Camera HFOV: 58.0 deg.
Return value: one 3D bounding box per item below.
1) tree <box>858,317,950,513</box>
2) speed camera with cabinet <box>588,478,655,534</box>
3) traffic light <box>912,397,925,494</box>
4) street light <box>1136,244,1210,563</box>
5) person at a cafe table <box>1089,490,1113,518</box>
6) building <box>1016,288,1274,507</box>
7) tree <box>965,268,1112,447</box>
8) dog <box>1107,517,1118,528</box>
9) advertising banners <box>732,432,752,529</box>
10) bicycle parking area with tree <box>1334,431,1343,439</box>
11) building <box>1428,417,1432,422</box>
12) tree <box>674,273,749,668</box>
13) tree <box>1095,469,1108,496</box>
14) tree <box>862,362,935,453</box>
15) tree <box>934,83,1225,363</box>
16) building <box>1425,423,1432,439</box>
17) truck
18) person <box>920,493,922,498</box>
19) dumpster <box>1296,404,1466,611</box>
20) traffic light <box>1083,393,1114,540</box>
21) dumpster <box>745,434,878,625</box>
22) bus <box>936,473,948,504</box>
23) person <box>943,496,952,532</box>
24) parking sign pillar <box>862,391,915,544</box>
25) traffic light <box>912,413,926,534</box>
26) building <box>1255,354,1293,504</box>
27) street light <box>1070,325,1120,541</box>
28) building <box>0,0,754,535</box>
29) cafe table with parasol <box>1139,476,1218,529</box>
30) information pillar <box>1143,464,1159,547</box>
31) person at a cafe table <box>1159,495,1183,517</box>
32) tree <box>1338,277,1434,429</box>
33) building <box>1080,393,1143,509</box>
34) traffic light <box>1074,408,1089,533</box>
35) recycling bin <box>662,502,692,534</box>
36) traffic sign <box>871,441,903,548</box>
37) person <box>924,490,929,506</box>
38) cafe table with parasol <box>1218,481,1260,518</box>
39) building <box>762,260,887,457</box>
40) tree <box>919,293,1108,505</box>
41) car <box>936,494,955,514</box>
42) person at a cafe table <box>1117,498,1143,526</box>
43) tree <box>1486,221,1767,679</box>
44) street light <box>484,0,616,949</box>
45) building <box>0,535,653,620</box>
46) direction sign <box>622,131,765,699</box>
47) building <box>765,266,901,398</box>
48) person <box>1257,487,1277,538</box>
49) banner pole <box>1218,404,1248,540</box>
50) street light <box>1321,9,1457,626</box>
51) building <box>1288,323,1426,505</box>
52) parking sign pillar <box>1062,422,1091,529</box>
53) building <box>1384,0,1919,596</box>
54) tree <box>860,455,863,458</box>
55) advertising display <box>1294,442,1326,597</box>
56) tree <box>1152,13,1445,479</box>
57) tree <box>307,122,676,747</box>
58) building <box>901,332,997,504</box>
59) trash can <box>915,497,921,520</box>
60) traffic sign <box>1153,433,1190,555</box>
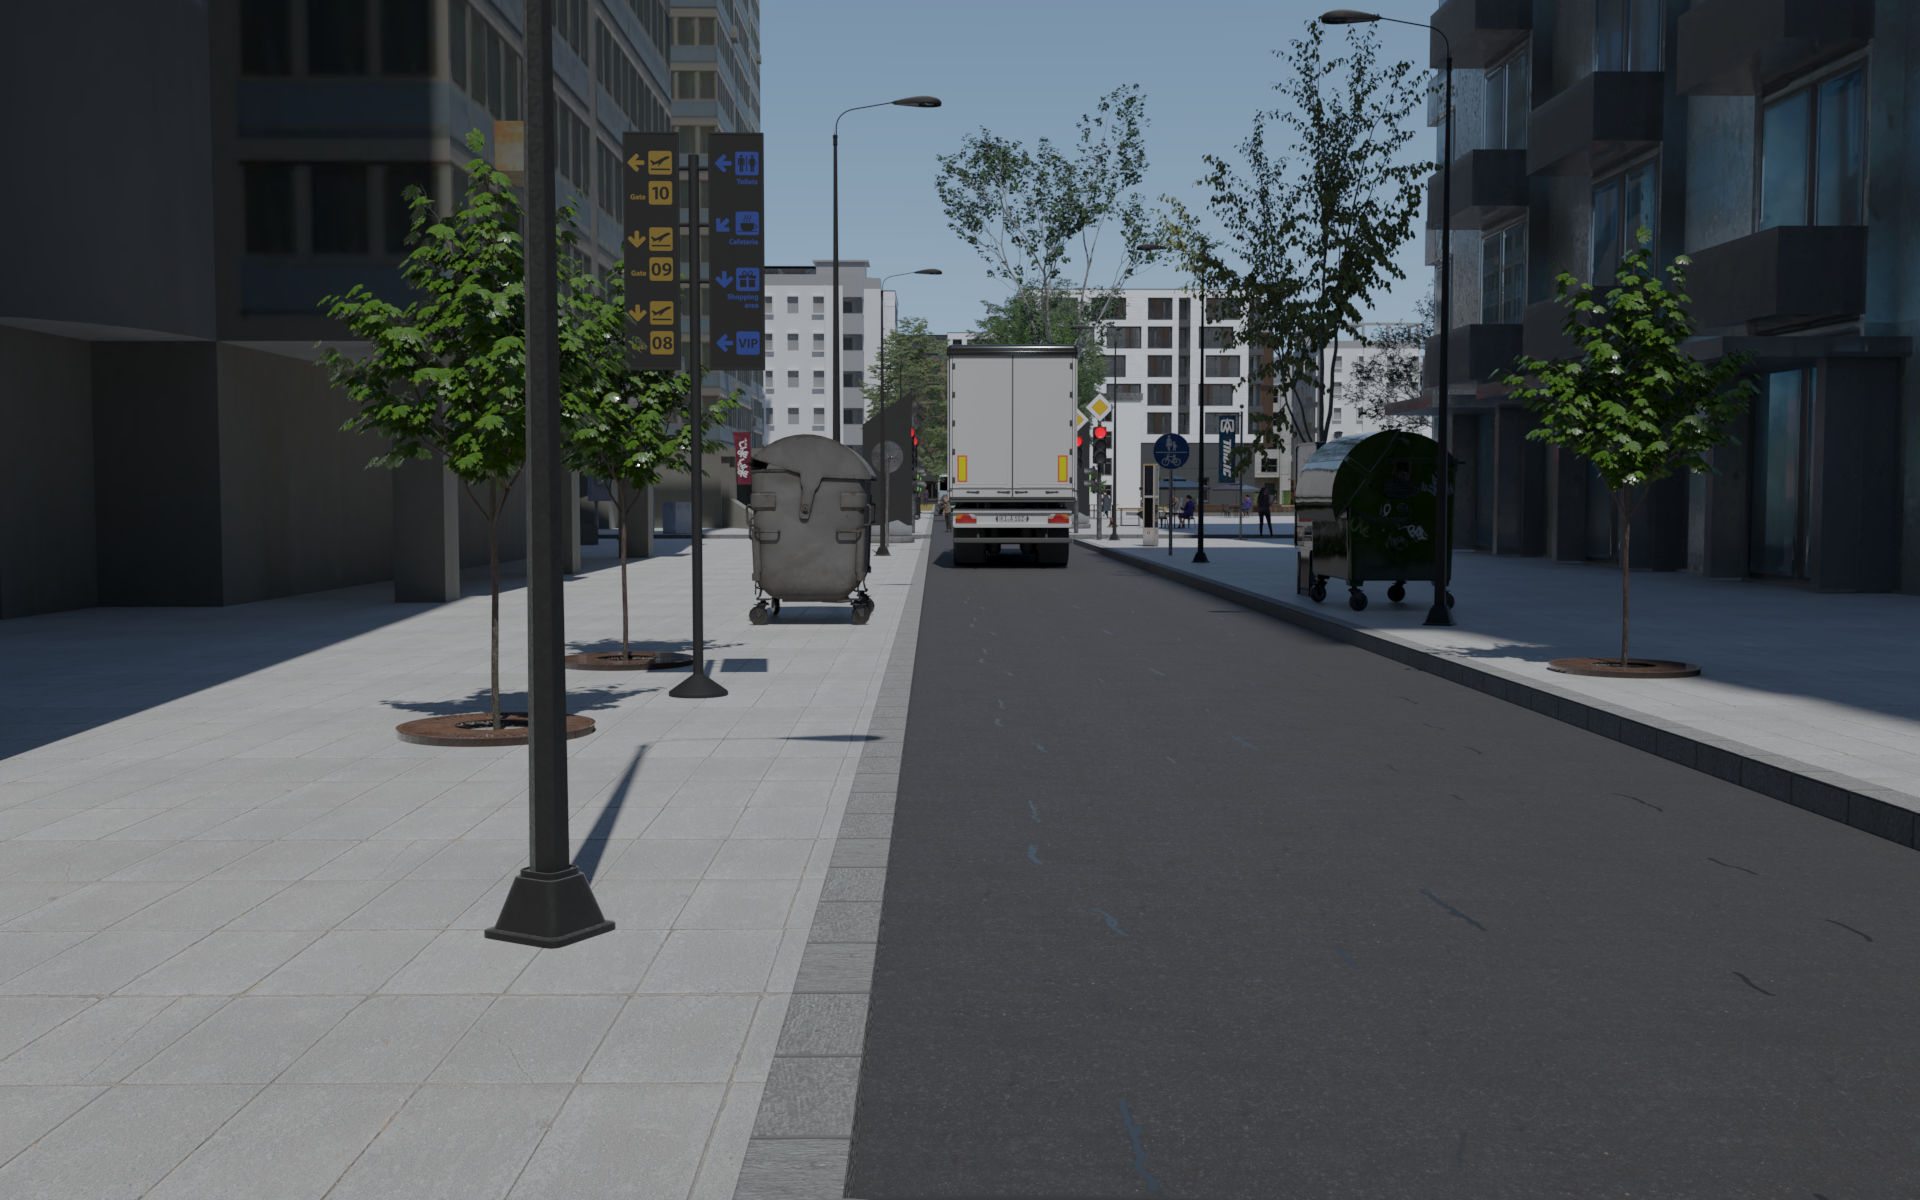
[{"bbox_3d":[-3.151,-11.820,111.382,7.486,12.596,7.792,0,3,0],"label":"tree"},{"bbox_3d":[-10.931,-3.761,55.829,2.038,3.252,0.660,-2,4,-24],"label":"speed camera with cabinet"},{"bbox_3d":[-1.409,-3.628,48.232,0.839,4.253,0.868,0,4,-1],"label":"traffic light"},{"bbox_3d":[3.968,-3.655,32.294,1.470,5.913,1.316,0,4,-1],"label":"street light"},{"bbox_3d":[7.627,-5.133,92.438,1.698,1.524,1.622,-1,4,-16],"label":"person at a cafe table"},{"bbox_3d":[19.575,-21.085,188.710,27.936,21.610,32.646,0,4,-1],"label":"building"},{"bbox_3d":[4.062,-11.794,99.479,9.857,13.997,8.962,0,3,0],"label":"tree"},{"bbox_3d":[5.794,-2.978,66.424,0.550,0.427,0.748,1,4,19],"label":"dog"},{"bbox_3d":[-5.356,-3.213,48.715,2.074,3.025,0.090,0,4,1],"label":"advertising banners"},{"bbox_3d":[19.823,-5.637,79.162,8.231,4.147,9.016,1,4,8],"label":"bicycle parking area with tree"},{"bbox_3d":[61.953,-22.655,226.831,11.380,20.091,16.016,0,4,-1],"label":"building"},{"bbox_3d":[-2.400,-1.127,13.022,1.663,3.219,1.824,0,3,0],"label":"tree"},{"bbox_3d":[10.270,-8.204,128.733,1.663,3.219,1.824,0,3,0],"label":"tree"},{"bbox_3d":[-3.149,-8.933,96.412,4.360,8.622,3.978,0,3,0],"label":"tree"},{"bbox_3d":[5.516,-13.685,79.642,12.611,20.169,13.585,0,3,0],"label":"tree"},{"bbox_3d":[64.969,-15.855,201.370,28.070,9.664,9.099,0,4,-1],"label":"building"},{"bbox_3d":[1.090,-3.008,38.088,2.839,4.237,11.283,0,4,1],"label":"truck"},{"bbox_3d":[-3.394,-8.038,137.594,0.705,1.807,1.348,-3,5,-39],"label":"person"},{"bbox_3d":[4.752,-1.050,19.656,1.502,2.255,1.985,0,4,-1],"label":"dumpster"},{"bbox_3d":[3.871,-3.633,48.319,0.839,4.253,0.868,0,4,-1],"label":"traffic light"},{"bbox_3d":[-1.495,-0.724,17.597,1.264,1.857,1.865,0,4,-1],"label":"dumpster"},{"bbox_3d":[-0.648,-9.562,151.204,2.948,3.499,13.247,0,4,-1],"label":"bus"},{"bbox_3d":[-0.454,-3.218,65.016,0.435,1.345,0.340,1,4,20],"label":"person"},{"bbox_3d":[-1.912,-3.490,45.527,1.447,3.967,1.447,0,4,-2],"label":"parking sign pillar"},{"bbox_3d":[-1.518,-4.116,56.216,0.839,4.253,0.868,0,4,-1],"label":"traffic light"},{"bbox_3d":[40.525,-22.011,226.331,31.486,18.905,16.747,0,4,-1],"label":"building"},{"bbox_3d":[3.733,-4.601,47.766,1.470,5.913,1.316,0,4,-1],"label":"street light"},{"bbox_3d":[-21.421,-23.097,69.518,32.217,40.220,23.993,0,4,-1],"label":"building"},{"bbox_3d":[8.026,-3.661,64.721,2.610,1.966,2.610,1,4,18],"label":"cafe table with parasol"},{"bbox_3d":[4.668,-2.316,42.351,0.304,2.012,0.304,2,4,28],"label":"information pillar"},{"bbox_3d":[11.455,-5.198,95.842,1.726,1.238,1.698,2,4,30],"label":"person at a cafe table"},{"bbox_3d":[18.828,-8.098,66.810,8.767,10.594,7.601,0,4,-6],"label":"tree"},{"bbox_3d":[10.464,-13.202,158.000,9.099,9.664,28.070,0,4,-1],"label":"building"},{"bbox_3d":[3.763,-4.121,56.303,0.839,4.253,0.868,0,4,-1],"label":"traffic light"},{"bbox_3d":[-9.115,-2.651,55.901,0.722,1.027,0.722,-3,5,-43],"label":"recycling bin"},{"bbox_3d":[-1.738,-2.525,41.390,0.768,2.556,0.104,0,4,1],"label":"traffic sign"},{"bbox_3d":[-3.601,-10.929,185.175,0.683,1.767,0.568,1,4,17],"label":"person"},{"bbox_3d":[15.047,-5.466,94.235,2.610,1.966,2.610,1,4,8],"label":"cafe table with parasol"},{"bbox_3d":[-13.940,-17.209,137.789,16.016,20.091,11.380,0,4,-1],"label":"building"},{"bbox_3d":[4.062,-10.069,90.376,9.928,11.665,9.643,0,3,0],"label":"tree"},{"bbox_3d":[-0.671,-6.920,122.935,2.009,1.686,4.222,0,4,-2],"label":"car"},{"bbox_3d":[7.175,-3.746,69.767,1.622,1.524,1.698,0,4,3],"label":"person at a cafe table"},{"bbox_3d":[4.897,-1.085,12.335,1.663,3.219,1.824,0,3,0],"label":"tree"},{"bbox_3d":[-0.656,-1.978,4.883,1.470,5.913,1.316,0,4,-1],"label":"street light"},{"bbox_3d":[-17.392,-20.578,28.330,23.993,40.220,32.217,0,4,-1],"label":"building"},{"bbox_3d":[-1.667,-1.158,10.936,0.876,3.537,0.379,0,4,-2],"label":"direction sign"},{"bbox_3d":[-20.388,-20.028,171.428,27.936,21.610,32.646,0,4,-1],"label":"building"},{"bbox_3d":[9.192,-2.568,51.956,0.593,1.643,0.415,-1,4,-16],"label":"person"},{"bbox_3d":[7.620,-3.569,48.376,0.863,3.779,0.401,1,4,12],"label":"banner pole"},{"bbox_3d":[4.158,-2.706,16.786,1.470,5.913,1.316,0,4,-1],"label":"street light"},{"bbox_3d":[44.710,-20.845,197.241,11.380,20.091,16.016,0,4,-1],"label":"building"},{"bbox_3d":[4.163,-4.652,64.534,1.447,3.967,1.447,0,4,-4],"label":"parking sign pillar"},{"bbox_3d":[21.439,-25.048,29.141,23.786,49.044,30.456,0,4,-1],"label":"building"},{"bbox_3d":[-7.884,-8.630,124.810,4.285,4.588,4.351,0,3,0],"label":"tree"},{"bbox_3d":[4.387,-1.010,21.736,0.123,1.923,0.974,0,4,-5],"label":"advertising display"},{"bbox_3d":[5.396,-4.670,26.716,4.737,8.622,4.395,0,3,0],"label":"tree"},{"bbox_3d":[-2.621,-0.892,9.185,1.663,3.219,1.824,0,3,0],"label":"tree"},{"bbox_3d":[-3.936,-23.762,232.480,32.646,21.610,27.936,0,4,-1],"label":"building"},{"bbox_3d":[-2.258,-4.541,85.906,0.748,1.137,0.748,0,3,0],"label":"trash can"},{"bbox_3d":[4.405,-2.206,36.172,0.768,2.556,0.104,0,4,7],"label":"traffic sign"}]
